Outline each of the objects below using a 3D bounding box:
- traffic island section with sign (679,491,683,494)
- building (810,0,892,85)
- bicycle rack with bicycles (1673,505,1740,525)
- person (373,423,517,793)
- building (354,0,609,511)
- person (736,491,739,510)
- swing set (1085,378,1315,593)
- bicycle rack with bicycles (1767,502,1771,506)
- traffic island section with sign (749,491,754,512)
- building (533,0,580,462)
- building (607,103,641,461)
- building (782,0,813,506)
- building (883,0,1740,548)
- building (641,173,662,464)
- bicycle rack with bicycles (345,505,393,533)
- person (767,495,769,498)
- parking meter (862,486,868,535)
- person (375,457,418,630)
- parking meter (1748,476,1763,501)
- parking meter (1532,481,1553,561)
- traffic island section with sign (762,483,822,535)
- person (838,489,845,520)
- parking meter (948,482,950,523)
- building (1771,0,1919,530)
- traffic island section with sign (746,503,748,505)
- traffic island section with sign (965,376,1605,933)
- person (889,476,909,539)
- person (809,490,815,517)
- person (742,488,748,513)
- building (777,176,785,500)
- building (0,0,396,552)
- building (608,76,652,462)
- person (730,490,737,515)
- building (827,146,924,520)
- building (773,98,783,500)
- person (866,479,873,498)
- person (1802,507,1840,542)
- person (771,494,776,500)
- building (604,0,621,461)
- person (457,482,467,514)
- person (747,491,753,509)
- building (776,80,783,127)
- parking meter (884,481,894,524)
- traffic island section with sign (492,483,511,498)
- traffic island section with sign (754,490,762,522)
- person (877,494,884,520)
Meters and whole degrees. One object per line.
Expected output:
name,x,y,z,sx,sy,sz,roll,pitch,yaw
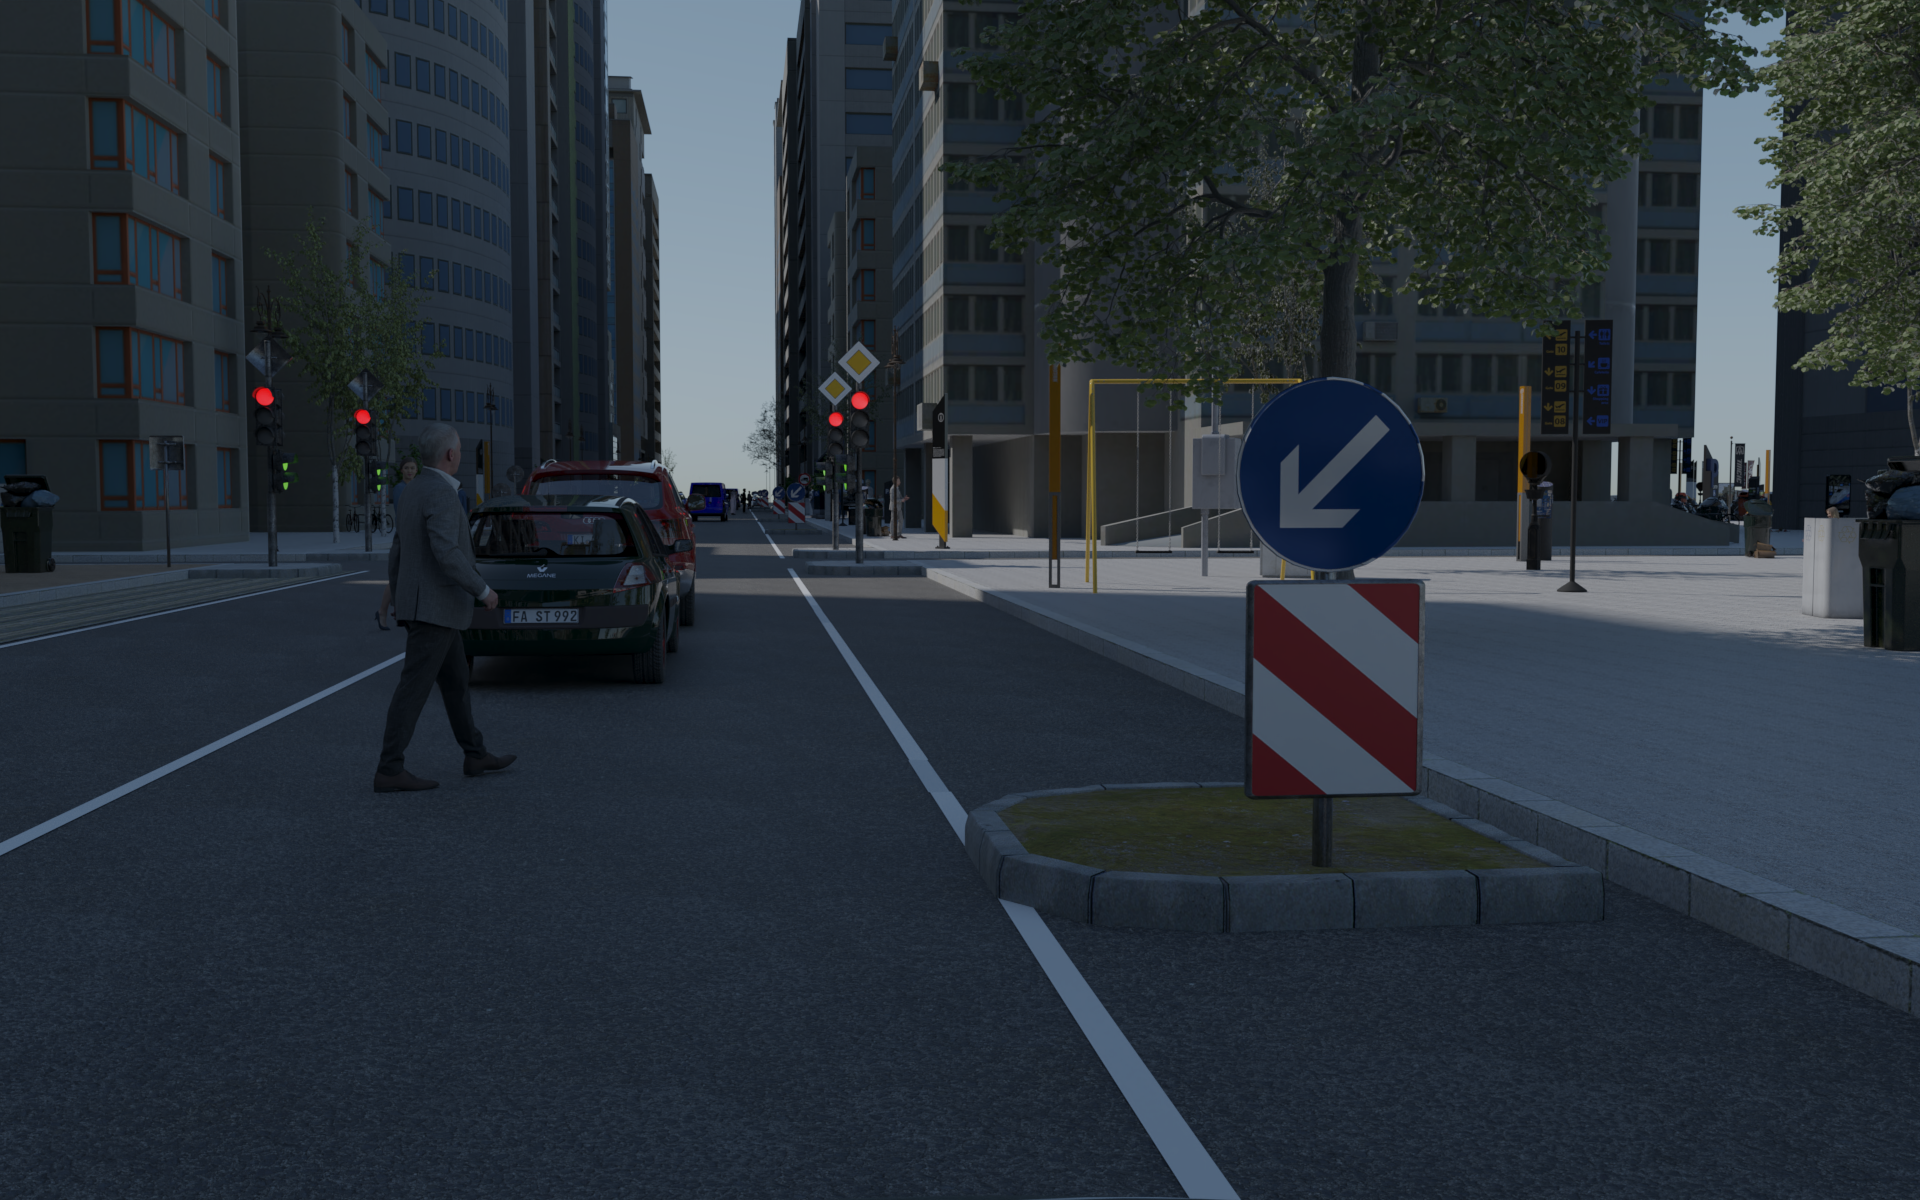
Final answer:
traffic island section with sign,-39.673,-14.549,246.500,1.989,1.847,2.006,0,4,-7
building,-0.909,-36.127,132.670,21.231,58.520,28.212,0,4,-7
bicycle rack with bicycles,24.875,-2.762,58.541,2.925,0.926,2.852,3,5,44
person,-2.520,0.021,8.559,0.834,1.777,0.661,-3,5,-44
building,-40.048,-36.476,138.383,21.231,58.520,28.212,0,4,-7
person,-20.022,-8.854,154.071,0.742,1.727,0.445,1,4,9
swing set,3.084,-1.592,23.650,3.119,2.851,2.862,0,4,2
bicycle rack with bicycles,49.926,-5.808,108.339,2.925,0.926,2.852,2,4,24
traffic island section with sign,-15.781,-7.971,138.959,1.989,1.847,2.006,0,4,-7
building,-33.916,-26.586,118.273,14.154,41.232,14.086,0,4,-7
building,-44.795,-33.758,202.048,14.600,45.320,14.200,0,4,-7
building,-7.319,-33.973,179.155,21.300,48.544,21.600,0,4,-7
building,10.154,-22.317,56.770,23.993,40.220,32.217,0,4,-7
building,-53.985,-38.114,246.868,21.300,48.544,21.600,0,4,-7
bicycle rack with bicycles,-19.048,-2.704,57.586,2.852,0.926,2.925,-2,4,-27
person,-29.743,-15.772,267.138,0.599,1.433,0.991,2,4,26
parking meter,-3.096,-2.848,54.972,0.372,1.533,0.369,0,3,0
person,-5.831,-0.592,18.204,0.654,1.822,0.581,1,4,22
parking meter,25.807,-3.096,56.337,0.255,1.863,0.399,3,5,41
parking meter,11.230,-1.529,33.406,0.372,1.533,0.369,0,3,0
traffic island section with sign,-6.003,-3.272,62.120,1.989,1.847,2.006,0,4,-7
person,-5.923,-4.962,87.358,0.721,1.800,0.419,-2,4,-31
parking meter,-0.402,-4.298,75.982,0.399,1.863,0.255,-1,4,-20
building,44.703,-31.367,54.856,28.212,58.520,21.231,0,4,-7
traffic island section with sign,-19.213,-9.618,165.876,1.989,1.847,2.006,0,4,-7
traffic island section with sign,1.059,0.122,6.633,1.989,1.847,2.006,0,4,-7
person,-1.753,-2.661,49.754,0.583,1.804,0.606,0,4,7
person,-8.206,-5.535,96.721,0.419,1.800,0.721,0,4,1
person,-16.106,-7.431,129.624,0.705,1.869,1.348,-1,4,-18
building,-17.929,-35.965,238.133,14.600,45.320,14.200,0,4,-7
building,-33.784,-12.571,50.580,27.650,21.520,28.899,0,4,-7
building,-54.340,-38.680,221.657,28.713,52.752,27.495,0,4,-7
person,-15.532,-6.711,118.886,0.551,1.740,0.621,0,4,5
building,6.772,-15.741,102.410,27.650,21.520,28.899,0,4,-7
building,-17.181,-43.873,259.320,21.231,58.520,28.212,0,4,-7
person,-3.435,-3.658,65.729,0.818,1.842,0.514,0,4,4
person,18.772,-1.424,37.281,0.738,1.151,1.012,0,4,-5
person,-23.569,-13.074,220.627,1.217,1.723,0.721,2,4,25
building,-44.174,-52.253,167.013,22.319,86.520,31.000,0,4,-7
person,-14.964,-2.639,51.830,0.419,1.800,0.721,-1,4,-12
person,-19.808,-9.439,163.373,0.434,1.755,0.990,2,4,26
building,-8.271,-38.466,218.155,28.713,52.752,27.495,0,4,-7
parking meter,-3.085,-4.246,75.139,0.399,1.863,0.255,3,5,40
traffic island section with sign,-15.999,-3.173,60.500,1.989,1.847,2.006,0,4,-7
traffic island section with sign,-9.465,-4.936,89.336,1.989,1.847,2.006,0,4,-7
person,-3.917,-4.669,86.667,0.394,1.301,0.425,3,5,41
